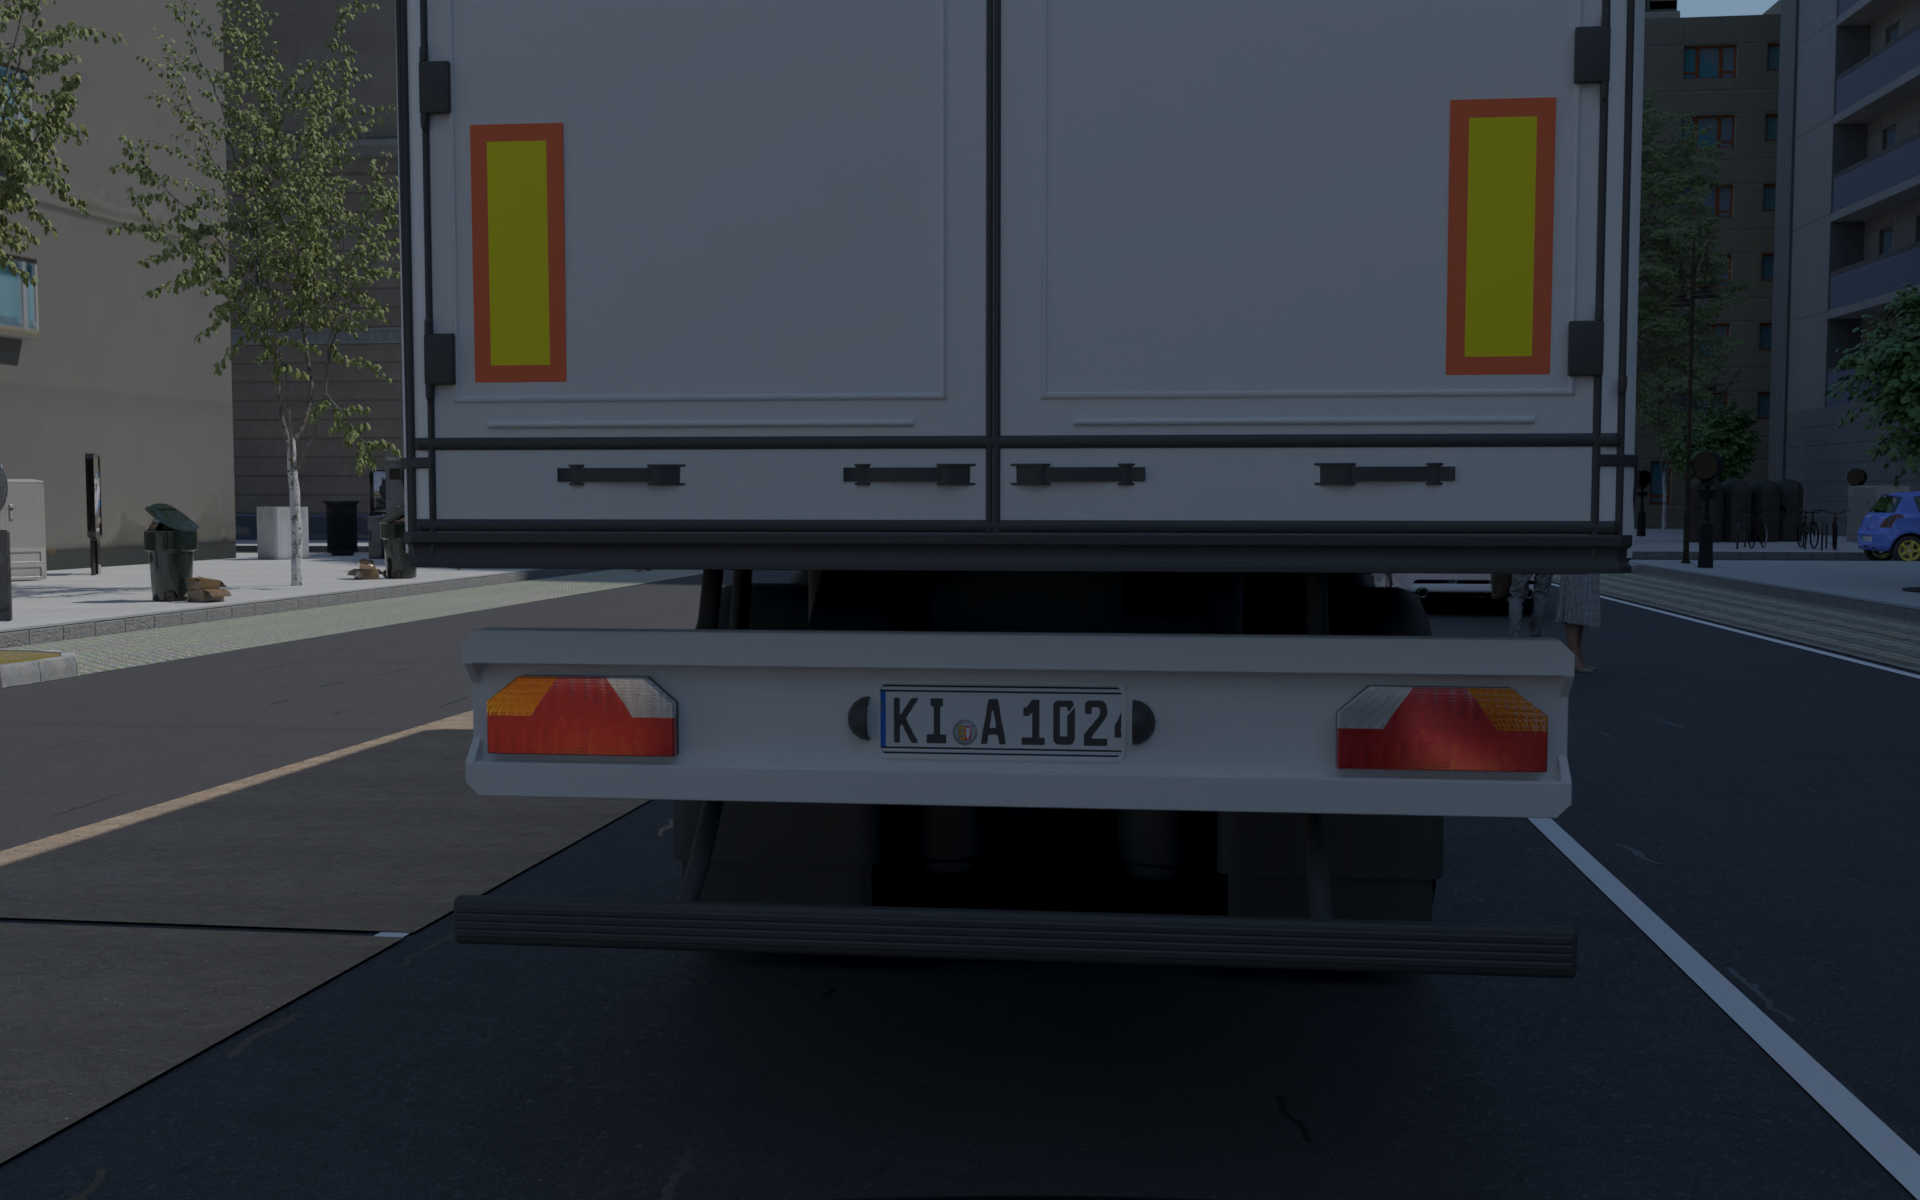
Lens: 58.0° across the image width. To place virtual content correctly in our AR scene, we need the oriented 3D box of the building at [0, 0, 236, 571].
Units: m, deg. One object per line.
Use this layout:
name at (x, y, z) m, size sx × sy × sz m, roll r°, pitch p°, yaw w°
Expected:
building at (-26.314, -24.485, 24.035) m, size 21.600 × 48.544 × 21.300 m, roll 0°, pitch 4°, yaw 8°

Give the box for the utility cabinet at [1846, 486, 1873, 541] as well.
utility cabinet at (24.113, -2.281, 45.970) m, size 0.318 × 1.500 × 1.173 m, roll -1°, pitch 4°, yaw -16°

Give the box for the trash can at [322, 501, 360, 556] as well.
trash can at (-12.877, -1.494, 36.087) m, size 0.748 × 1.137 × 0.748 m, roll 0°, pitch 3°, yaw 0°

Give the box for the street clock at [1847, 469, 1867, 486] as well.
street clock at (25.698, -2.757, 49.655) m, size 0.471 × 2.002 × 0.358 m, roll 3°, pitch 5°, yaw 44°

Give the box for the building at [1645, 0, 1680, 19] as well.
building at (34.725, -20.446, 105.991) m, size 14.160 × 30.474 × 14.107 m, roll 0°, pitch 4°, yaw 8°

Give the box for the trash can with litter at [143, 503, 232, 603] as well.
trash can with litter at (-9.221, -0.572, 20.743) m, size 1.055 × 1.170 × 0.624 m, roll 1°, pitch 4°, yaw 19°

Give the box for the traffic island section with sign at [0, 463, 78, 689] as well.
traffic island section with sign at (-7.984, -0.282, 13.247) m, size 1.989 × 1.847 × 2.006 m, roll 0°, pitch 4°, yaw 8°

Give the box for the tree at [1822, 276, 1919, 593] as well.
tree at (13.141, -2.381, 22.648) m, size 4.285 × 4.588 × 4.351 m, roll 0°, pitch 3°, yaw 0°

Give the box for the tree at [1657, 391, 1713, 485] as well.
tree at (23.940, -4.375, 55.244) m, size 4.285 × 4.588 × 4.351 m, roll 0°, pitch 3°, yaw 0°

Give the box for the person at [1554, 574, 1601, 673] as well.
person at (5.079, -0.298, 13.937) m, size 0.524 × 1.755 × 0.480 m, roll 2°, pitch 4°, yaw 31°

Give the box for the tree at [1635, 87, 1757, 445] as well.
tree at (16.962, -7.793, 45.535) m, size 7.486 × 12.596 × 7.792 m, roll 0°, pitch 3°, yaw 0°

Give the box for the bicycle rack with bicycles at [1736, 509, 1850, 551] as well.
bicycle rack with bicycles at (19.486, -1.670, 40.685) m, size 2.852 × 0.926 × 2.925 m, roll 2°, pitch 4°, yaw 31°

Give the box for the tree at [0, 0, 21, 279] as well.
tree at (-10.988, -4.169, 18.518) m, size 4.737 × 8.622 × 4.395 m, roll 0°, pitch 3°, yaw 0°

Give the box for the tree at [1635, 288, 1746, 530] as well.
tree at (24.985, -6.763, 60.931) m, size 4.360 × 8.622 × 3.978 m, roll 0°, pitch 3°, yaw 0°

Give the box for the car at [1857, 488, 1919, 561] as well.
car at (20.531, -1.587, 35.534) m, size 3.694 × 1.707 × 1.945 m, roll 0°, pitch 4°, yaw 7°

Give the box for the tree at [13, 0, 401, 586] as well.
tree at (-9.265, -4.488, 23.749) m, size 4.737 × 8.622 × 4.395 m, roll 0°, pitch 3°, yaw 0°

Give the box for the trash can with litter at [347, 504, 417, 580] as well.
trash can with litter at (-8.656, -0.902, 26.142) m, size 1.055 × 1.170 × 0.624 m, roll -3°, pitch 5°, yaw -40°

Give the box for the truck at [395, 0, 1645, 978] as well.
truck at (0.707, -1.219, 8.848) m, size 2.839 × 4.237 × 11.283 m, roll 0°, pitch 4°, yaw 7°

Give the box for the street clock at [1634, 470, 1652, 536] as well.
street clock at (20.637, -2.926, 52.404) m, size 0.471 × 2.002 × 0.358 m, roll -1°, pitch 4°, yaw -16°

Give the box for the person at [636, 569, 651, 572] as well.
person at (-5.909, -1.410, 31.982) m, size 0.576 × 1.772 × 0.534 m, roll -1°, pitch 4°, yaw -11°

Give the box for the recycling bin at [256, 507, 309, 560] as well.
recycling bin at (-13.342, -1.319, 34.123) m, size 0.722 × 1.027 × 0.722 m, roll 3°, pitch 4°, yaw 38°

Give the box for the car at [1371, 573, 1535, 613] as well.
car at (6.339, -0.609, 22.322) m, size 2.083 × 1.381 × 4.827 m, roll 1°, pitch 4°, yaw 9°

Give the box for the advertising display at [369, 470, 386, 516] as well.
advertising display at (-15.387, -2.515, 46.340) m, size 0.123 × 1.923 × 0.974 m, roll 2°, pitch 4°, yaw 25°

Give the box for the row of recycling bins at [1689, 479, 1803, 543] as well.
row of recycling bins at (21.125, -2.408, 46.480) m, size 3.534 × 1.692 × 1.069 m, roll -1°, pitch 4°, yaw -19°

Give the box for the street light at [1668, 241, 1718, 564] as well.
street light at (13.413, -3.611, 31.826) m, size 0.468 × 5.910 × 1.993 m, roll 0°, pitch 4°, yaw 8°

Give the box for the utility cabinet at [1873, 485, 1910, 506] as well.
utility cabinet at (23.530, -2.142, 43.694) m, size 0.318 × 1.500 × 1.173 m, roll 0°, pitch 4°, yaw 4°

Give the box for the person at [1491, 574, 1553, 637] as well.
person at (5.073, -0.411, 15.347) m, size 0.709 × 1.813 × 0.853 m, roll 1°, pitch 4°, yaw 20°

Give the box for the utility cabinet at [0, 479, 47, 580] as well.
utility cabinet at (-14.008, -1.015, 25.278) m, size 0.318 × 1.500 × 1.173 m, roll 2°, pitch 4°, yaw 34°

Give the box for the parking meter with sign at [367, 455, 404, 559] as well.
parking meter with sign at (-10.867, -2.306, 33.958) m, size 1.738 × 3.016 × 0.543 m, roll 2°, pitch 4°, yaw 25°

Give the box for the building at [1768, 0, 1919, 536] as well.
building at (40.543, -30.915, 47.452) m, size 28.212 × 58.520 × 21.231 m, roll 0°, pitch 4°, yaw 8°

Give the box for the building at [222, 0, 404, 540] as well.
building at (-14.901, -16.558, 56.627) m, size 13.634 × 28.700 × 20.117 m, roll 0°, pitch 4°, yaw 8°

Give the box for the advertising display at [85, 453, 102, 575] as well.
advertising display at (-13.829, -1.373, 27.668) m, size 0.123 × 1.923 × 0.974 m, roll -1°, pitch 4°, yaw -21°

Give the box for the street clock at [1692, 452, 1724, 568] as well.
street clock at (12.946, -1.557, 30.020) m, size 0.358 × 2.002 × 0.471 m, roll -3°, pitch 4°, yaw -38°

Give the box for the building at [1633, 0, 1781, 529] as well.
building at (36.518, -14.144, 76.302) m, size 27.650 × 21.520 × 28.899 m, roll 0°, pitch 4°, yaw 8°

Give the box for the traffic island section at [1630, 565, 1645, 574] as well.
traffic island section at (11.464, -0.629, 32.572) m, size 2.009 × 0.180 × 2.903 m, roll 0°, pitch 4°, yaw 8°
